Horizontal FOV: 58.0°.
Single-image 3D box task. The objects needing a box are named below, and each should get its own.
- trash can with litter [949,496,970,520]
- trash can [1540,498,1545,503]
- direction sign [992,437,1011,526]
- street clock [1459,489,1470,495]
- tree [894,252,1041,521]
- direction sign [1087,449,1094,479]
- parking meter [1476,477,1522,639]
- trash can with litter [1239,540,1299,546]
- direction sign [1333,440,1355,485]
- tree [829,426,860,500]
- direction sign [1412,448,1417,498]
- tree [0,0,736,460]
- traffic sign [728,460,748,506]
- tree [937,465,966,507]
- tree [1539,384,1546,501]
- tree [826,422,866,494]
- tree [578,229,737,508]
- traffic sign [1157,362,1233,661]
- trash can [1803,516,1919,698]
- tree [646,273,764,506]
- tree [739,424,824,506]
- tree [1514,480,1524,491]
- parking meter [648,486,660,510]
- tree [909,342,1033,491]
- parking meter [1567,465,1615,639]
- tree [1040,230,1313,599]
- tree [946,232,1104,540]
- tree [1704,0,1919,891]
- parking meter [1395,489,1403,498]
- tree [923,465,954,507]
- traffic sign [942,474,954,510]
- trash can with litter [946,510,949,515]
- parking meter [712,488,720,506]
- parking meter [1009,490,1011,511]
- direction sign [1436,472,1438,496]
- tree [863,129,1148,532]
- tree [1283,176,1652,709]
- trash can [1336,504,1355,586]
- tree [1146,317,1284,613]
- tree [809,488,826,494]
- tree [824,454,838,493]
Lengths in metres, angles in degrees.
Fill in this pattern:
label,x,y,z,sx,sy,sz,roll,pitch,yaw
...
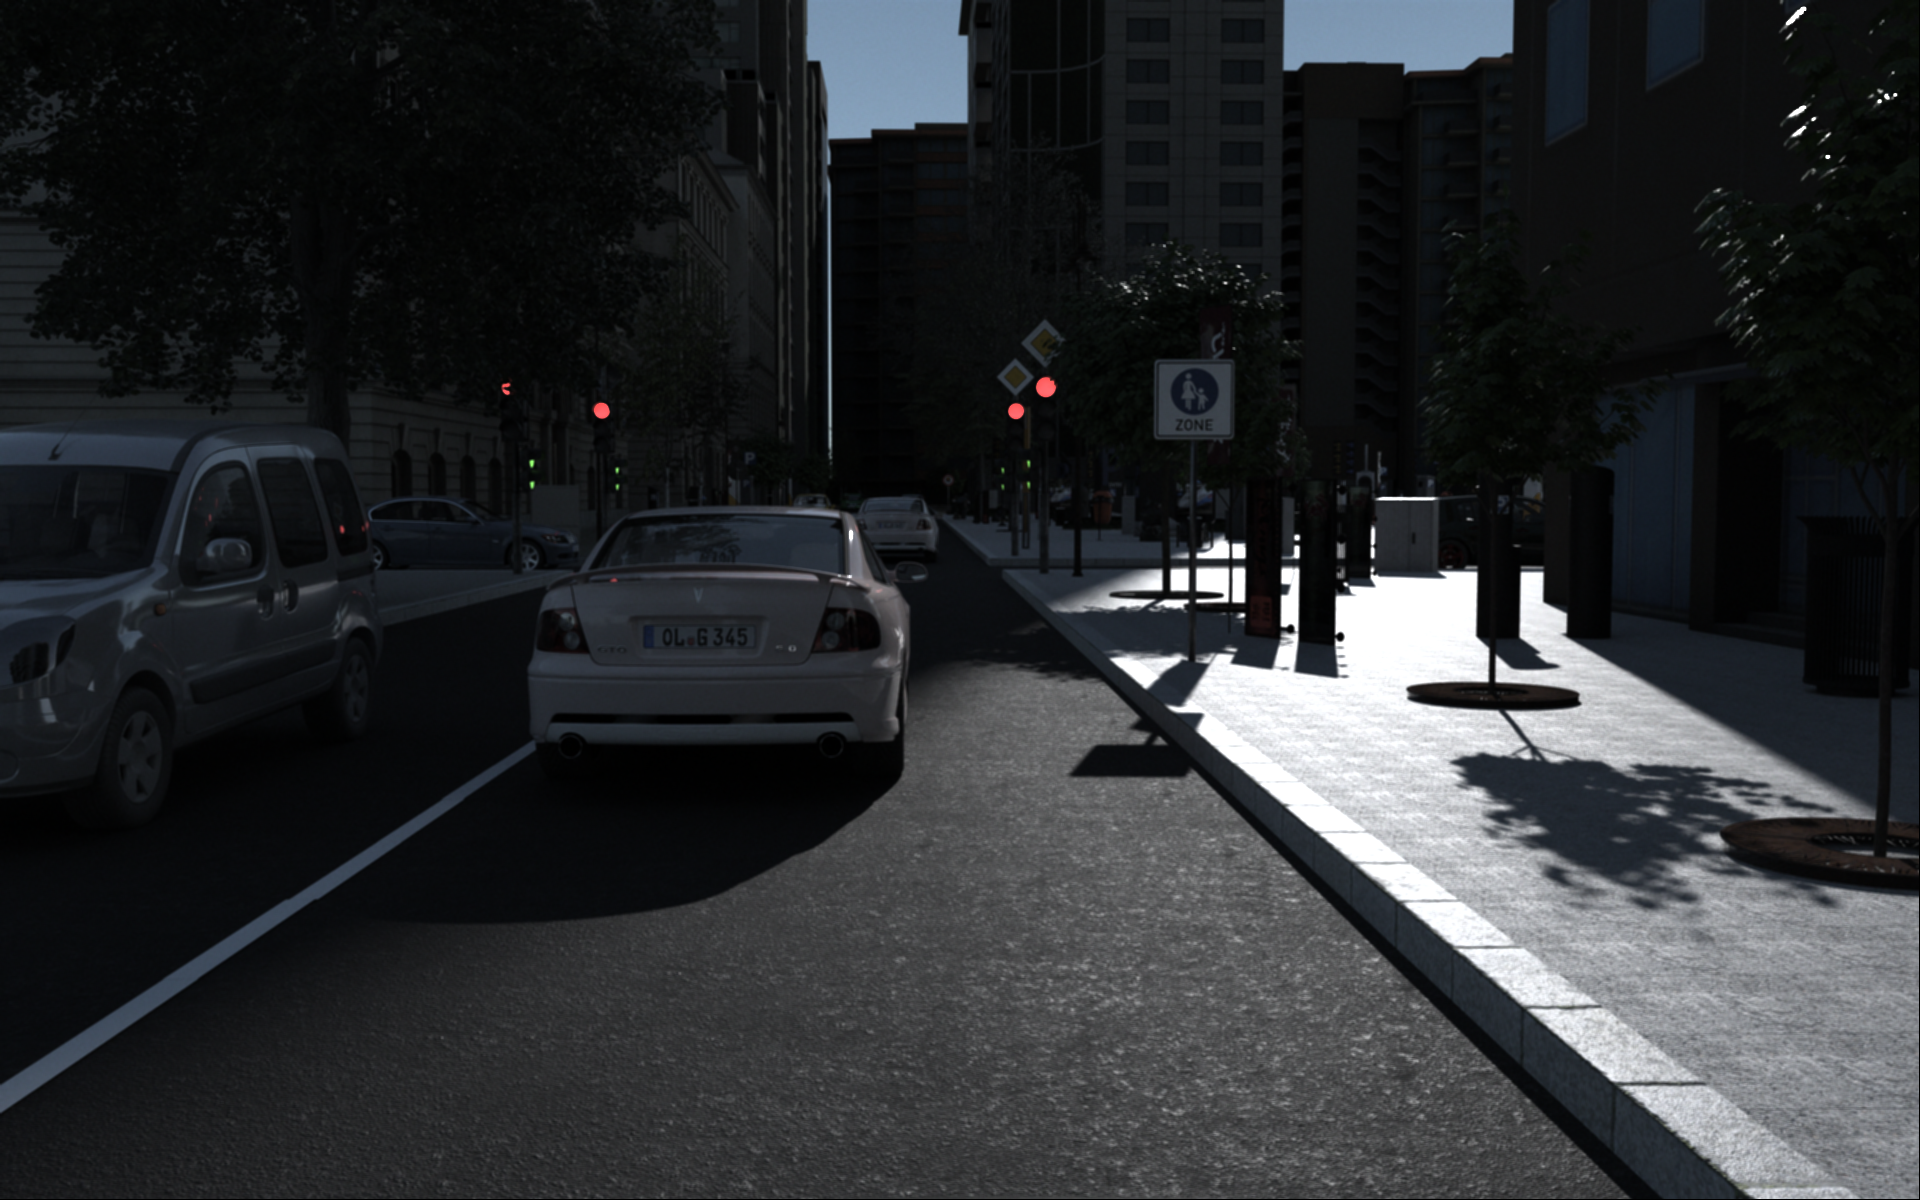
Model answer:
label,x,y,z,sx,sy,sz,roll,pitch,yaw
trash can with litter,0.043,-4.661,87.592,0.624,1.170,1.055,1,4,22
trash can,34.565,-5.618,103.512,0.748,1.137,0.748,0,3,0
direction sign,1.697,-4.732,69.370,0.876,3.537,0.379,2,4,26
street clock,17.107,-3.314,58.749,0.471,2.002,0.358,1,4,22
tree,0.621,-9.947,80.759,7.486,12.596,7.792,0,3,0
direction sign,6.827,-5.860,87.807,0.876,3.537,0.379,-1,4,-20
parking meter,4.824,-0.433,15.489,0.372,1.533,0.369,0,3,0
trash can with litter,8.172,-1.999,43.741,1.678,1.210,2.233,-1,4,-15
direction sign,16.113,-4.943,72.817,0.876,3.537,0.379,1,4,17
tree,-12.902,-14.542,188.127,4.360,8.622,3.978,0,3,0
direction sign,22.594,-5.757,86.118,0.379,3.537,0.876,0,4,2
tree,-7.226,-6.925,19.885,9.857,13.997,8.962,0,3,0
traffic sign,-8.215,-3.900,63.867,0.768,2.556,0.104,0,4,1
tree,-0.239,-7.389,115.415,1.663,3.219,1.824,0,3,0
tree,24.890,-7.538,73.613,4.360,8.622,3.978,0,3,0
tree,-11.585,-13.800,175.997,4.737,8.622,4.395,0,3,0
tree,-8.302,-5.934,47.383,4.737,8.622,4.395,0,3,0
traffic sign,1.781,-0.679,13.238,0.606,2.300,0.079,0,4,2
trash can,5.754,0.034,11.097,0.748,1.137,0.748,0,3,0
tree,-8.760,-6.614,58.504,4.360,8.622,3.978,0,3,0
tree,-9.217,-5.985,81.564,4.285,4.588,4.351,0,3,0
tree,30.956,-6.989,97.984,4.285,4.588,4.351,0,3,0
parking meter,-9.248,-2.691,52.416,0.372,1.533,0.369,0,3,0
tree,0.717,-9.771,94.170,8.767,10.594,7.601,2,4,35
parking meter,5.625,-0.431,15.450,0.372,1.533,0.369,0,3,0
tree,2.674,-2.323,21.688,4.285,4.588,4.351,0,3,0
tree,2.050,-5.997,48.416,4.360,8.622,3.978,0,3,0
tree,3.369,-0.695,5.959,1.663,3.219,1.824,0,3,0
parking meter,22.796,-4.988,89.965,0.372,1.533,0.369,0,3,0
tree,-2.040,-11.674,174.578,4.285,4.588,4.351,0,3,0
traffic sign,-0.752,-6.803,111.327,0.768,2.556,0.104,0,4,4
trash can with litter,-0.506,-5.871,107.370,0.624,1.170,1.055,-3,5,-40
parking meter,-10.727,-4.147,76.208,0.372,1.533,0.369,0,3,0
parking meter,2.658,-4.865,87.946,0.372,1.533,0.369,0,3,0
direction sign,28.163,-6.741,102.214,0.379,3.537,0.876,0,4,7
tree,1.876,-9.072,58.698,12.009,13.543,11.850,0,3,0
tree,3.254,-0.981,10.643,1.663,3.219,1.824,0,3,0
trash can,5.113,-0.761,24.094,0.748,1.137,0.748,0,3,0
tree,3.029,-1.491,18.987,1.663,3.219,1.824,0,3,0
tree,-10.805,-8.366,131.377,1.663,3.219,1.824,0,3,0
tree,-10.012,-8.336,120.001,4.285,4.588,4.351,0,3,0
